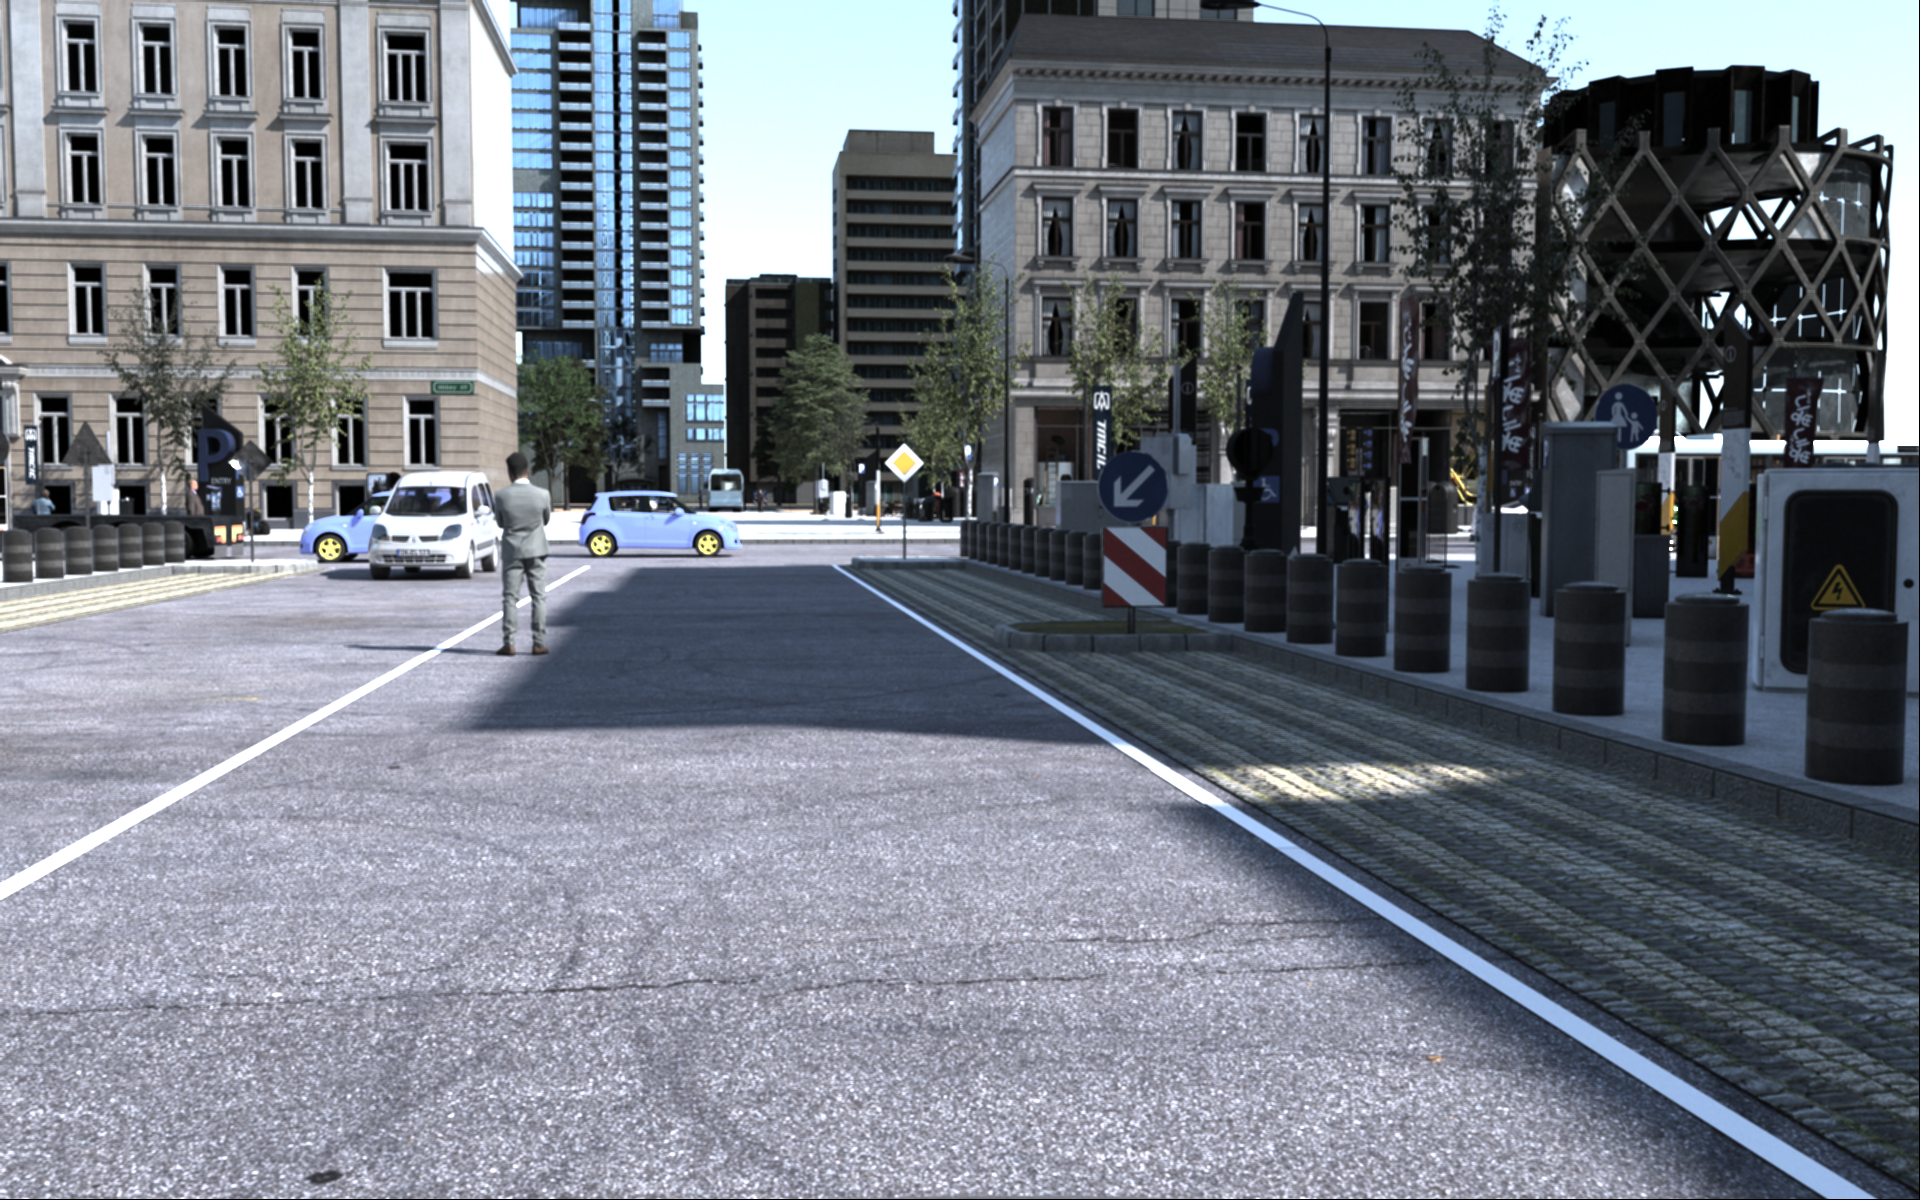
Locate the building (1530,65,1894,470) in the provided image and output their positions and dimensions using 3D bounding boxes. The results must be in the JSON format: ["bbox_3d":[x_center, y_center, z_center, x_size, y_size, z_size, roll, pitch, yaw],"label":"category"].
[{"bbox_3d":[31.244,-12.821,77.073,16.811,18.784,16.820,0,4,-8],"label":"building"}]

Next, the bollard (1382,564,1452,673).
[{"bbox_3d":[3.360,0.130,12.586,0.404,0.777,0.398,0,3,0],"label":"bollard"}]

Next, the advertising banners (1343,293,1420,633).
[{"bbox_3d":[3.916,-1.221,16.156,0.090,3.025,2.074,0,4,-4],"label":"advertising banners"}]

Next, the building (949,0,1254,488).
[{"bbox_3d":[10.632,-42.879,139.325,20.563,71.187,20.611,0,4,-8],"label":"building"}]

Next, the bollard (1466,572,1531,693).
[{"bbox_3d":[3.531,0.205,11.363,0.404,0.777,0.398,0,3,0],"label":"bollard"}]

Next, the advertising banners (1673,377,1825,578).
[{"bbox_3d":[11.944,-1.843,26.324,2.074,3.025,0.090,1,4,21],"label":"advertising banners"}]

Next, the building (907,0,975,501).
[{"bbox_3d":[7.661,-52.097,164.450,22.319,86.520,31.000,0,4,-8],"label":"building"}]

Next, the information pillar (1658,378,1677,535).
[{"bbox_3d":[14.164,-2.654,34.743,0.183,3.616,0.504,-1,4,-9],"label":"information pillar"}]

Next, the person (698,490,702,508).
[{"bbox_3d":[-25.955,-10.060,173.058,0.705,1.814,1.350,-1,4,-20],"label":"person"}]

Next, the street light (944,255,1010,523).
[{"bbox_3d":[0.383,-3.749,33.838,1.470,5.913,1.316,0,4,-8],"label":"street light"}]

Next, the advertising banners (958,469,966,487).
[{"bbox_3d":[0.904,-7.681,121.770,2.074,3.025,0.090,0,3,0],"label":"advertising banners"}]

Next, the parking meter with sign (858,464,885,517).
[{"bbox_3d":[-5.033,-6.304,99.333,1.738,3.016,0.543,3,4,37],"label":"parking meter with sign"}]

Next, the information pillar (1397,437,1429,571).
[{"bbox_3d":[5.878,-1.101,22.490,0.304,2.012,0.304,2,4,32],"label":"information pillar"}]

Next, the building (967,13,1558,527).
[{"bbox_3d":[2.790,-13.455,70.900,40.483,20.767,10.553,0,4,-8],"label":"building"}]

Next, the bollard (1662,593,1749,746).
[{"bbox_3d":[3.864,0.351,8.983,0.404,0.777,0.398,0,3,0],"label":"bollard"}]

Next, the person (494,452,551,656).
[{"bbox_3d":[-3.916,-0.418,15.509,0.511,1.800,0.466,-2,4,-29],"label":"person"}]

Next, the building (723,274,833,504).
[{"bbox_3d":[-24.210,-28.045,230.237,14.107,30.474,14.160,0,4,-8],"label":"building"}]

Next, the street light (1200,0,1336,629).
[{"bbox_3d":[2.919,-2.679,16.345,1.470,5.913,1.316,0,4,-8],"label":"street light"}]

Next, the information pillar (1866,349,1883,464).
[{"bbox_3d":[14.937,-2.261,28.328,0.183,3.616,0.504,1,4,14],"label":"information pillar"}]

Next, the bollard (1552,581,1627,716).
[{"bbox_3d":[3.697,0.278,10.173,0.404,0.777,0.398,0,3,0],"label":"bollard"}]

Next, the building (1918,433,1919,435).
[{"bbox_3d":[54.536,-13.964,77.465,18.267,20.994,9.793,0,4,-8],"label":"building"}]

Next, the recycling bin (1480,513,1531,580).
[{"bbox_3d":[7.385,-0.646,23.115,0.722,1.027,0.722,2,4,31],"label":"recycling bin"}]

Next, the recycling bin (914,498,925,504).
[{"bbox_3d":[-2.182,-5.417,101.115,0.722,1.027,0.722,3,5,44],"label":"recycling bin"}]

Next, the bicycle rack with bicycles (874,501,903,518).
[{"bbox_3d":[-3.431,-4.940,94.146,2.925,0.926,2.852,2,4,26],"label":"bicycle rack with bicycles"}]

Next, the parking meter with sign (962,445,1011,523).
[{"bbox_3d":[0.969,-3.961,61.029,1.738,3.016,0.543,2,4,27],"label":"parking meter with sign"}]

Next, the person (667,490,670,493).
[{"bbox_3d":[-23.421,-7.912,138.580,0.721,1.735,1.217,-1,4,-14],"label":"person"}]

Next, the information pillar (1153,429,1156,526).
[{"bbox_3d":[6.998,-4.342,62.345,0.183,3.616,0.504,1,4,9],"label":"information pillar"}]

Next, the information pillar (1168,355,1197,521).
[{"bbox_3d":[3.782,-2.324,29.359,0.504,3.616,0.183,1,4,16],"label":"information pillar"}]

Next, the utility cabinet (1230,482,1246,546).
[{"bbox_3d":[5.161,-1.366,31.008,0.318,1.500,1.173,2,4,26],"label":"utility cabinet"}]

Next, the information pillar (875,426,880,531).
[{"bbox_3d":[-2.844,-4.212,60.219,0.183,3.616,0.504,0,4,3],"label":"information pillar"}]

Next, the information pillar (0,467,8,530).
[{"bbox_3d":[-26.137,-2.606,47.100,0.304,2.012,0.304,3,4,38],"label":"information pillar"}]

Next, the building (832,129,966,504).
[{"bbox_3d":[-6.451,-37.337,234.155,21.600,48.544,21.300,0,4,-8],"label":"building"}]

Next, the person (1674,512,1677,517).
[{"bbox_3d":[16.637,-1.767,39.358,0.963,1.587,0.435,1,4,14],"label":"person"}]

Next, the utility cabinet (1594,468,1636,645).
[{"bbox_3d":[5.683,-0.391,15.064,0.318,1.500,1.173,1,4,22],"label":"utility cabinet"}]

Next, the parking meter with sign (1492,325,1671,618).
[{"bbox_3d":[6.472,-1.334,18.064,1.738,3.016,0.543,1,4,9],"label":"parking meter with sign"}]

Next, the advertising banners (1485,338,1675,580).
[{"bbox_3d":[6.931,-1.425,19.488,2.074,3.025,0.090,0,4,3],"label":"advertising banners"}]

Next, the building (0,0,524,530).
[{"bbox_3d":[-28.034,-17.229,67.597,20.117,28.700,13.634,0,4,-8],"label":"building"}]

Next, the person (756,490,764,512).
[{"bbox_3d":[-15.226,-7.513,131.886,0.434,1.755,0.990,-3,4,-38],"label":"person"}]

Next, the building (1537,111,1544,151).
[{"bbox_3d":[42.215,-29.263,170.333,23.993,40.220,32.217,0,4,-8],"label":"building"}]

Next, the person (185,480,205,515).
[{"bbox_3d":[-17.651,-1.895,40.035,0.434,1.755,0.990,-1,4,-11],"label":"person"}]

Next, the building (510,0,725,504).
[{"bbox_3d":[-47.024,-56.035,228.837,31.000,86.520,22.319,0,4,-8],"label":"building"}]

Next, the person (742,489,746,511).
[{"bbox_3d":[-18.521,-8.573,148.601,0.705,1.831,1.348,-1,4,-8],"label":"person"}]

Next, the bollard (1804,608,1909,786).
[{"bbox_3d":[4.030,0.424,7.787,0.404,0.777,0.398,0,3,0],"label":"bollard"}]

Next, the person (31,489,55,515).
[{"bbox_3d":[-22.025,-1.891,41.631,0.499,1.552,0.429,2,4,33],"label":"person"}]

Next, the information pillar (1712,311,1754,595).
[{"bbox_3d":[9.847,-1.875,22.007,0.183,3.616,0.504,-1,4,-11],"label":"information pillar"}]

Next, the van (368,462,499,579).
[{"bbox_3d":[-9.220,-1.436,30.496,2.013,2.044,4.112,0,4,-6],"label":"van"}]

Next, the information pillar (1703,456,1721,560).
[{"bbox_3d":[14.750,-1.805,34.012,0.304,2.012,0.304,2,4,28],"label":"information pillar"}]

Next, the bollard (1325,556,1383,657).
[{"bbox_3d":[3.194,0.057,13.786,0.404,0.777,0.398,0,3,0],"label":"bollard"}]
